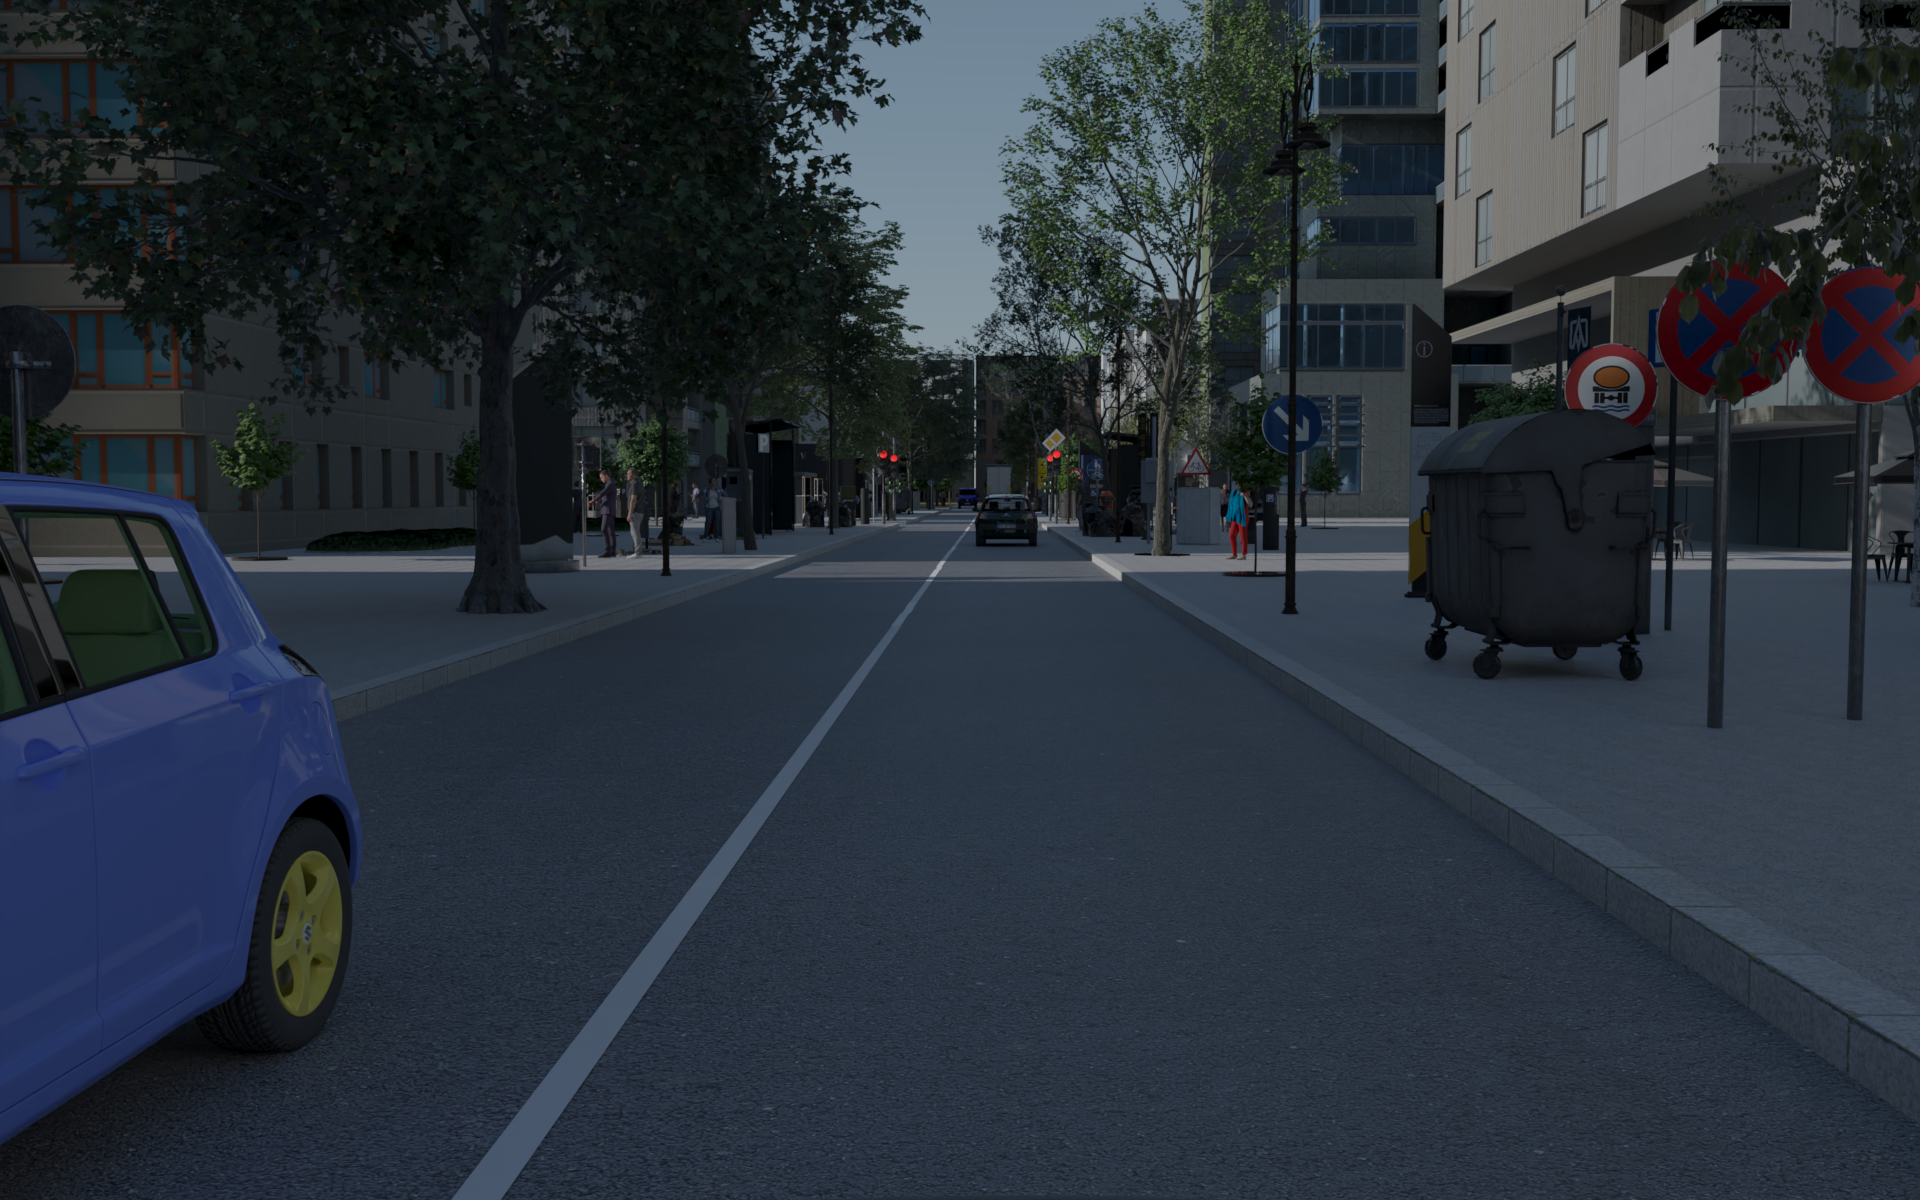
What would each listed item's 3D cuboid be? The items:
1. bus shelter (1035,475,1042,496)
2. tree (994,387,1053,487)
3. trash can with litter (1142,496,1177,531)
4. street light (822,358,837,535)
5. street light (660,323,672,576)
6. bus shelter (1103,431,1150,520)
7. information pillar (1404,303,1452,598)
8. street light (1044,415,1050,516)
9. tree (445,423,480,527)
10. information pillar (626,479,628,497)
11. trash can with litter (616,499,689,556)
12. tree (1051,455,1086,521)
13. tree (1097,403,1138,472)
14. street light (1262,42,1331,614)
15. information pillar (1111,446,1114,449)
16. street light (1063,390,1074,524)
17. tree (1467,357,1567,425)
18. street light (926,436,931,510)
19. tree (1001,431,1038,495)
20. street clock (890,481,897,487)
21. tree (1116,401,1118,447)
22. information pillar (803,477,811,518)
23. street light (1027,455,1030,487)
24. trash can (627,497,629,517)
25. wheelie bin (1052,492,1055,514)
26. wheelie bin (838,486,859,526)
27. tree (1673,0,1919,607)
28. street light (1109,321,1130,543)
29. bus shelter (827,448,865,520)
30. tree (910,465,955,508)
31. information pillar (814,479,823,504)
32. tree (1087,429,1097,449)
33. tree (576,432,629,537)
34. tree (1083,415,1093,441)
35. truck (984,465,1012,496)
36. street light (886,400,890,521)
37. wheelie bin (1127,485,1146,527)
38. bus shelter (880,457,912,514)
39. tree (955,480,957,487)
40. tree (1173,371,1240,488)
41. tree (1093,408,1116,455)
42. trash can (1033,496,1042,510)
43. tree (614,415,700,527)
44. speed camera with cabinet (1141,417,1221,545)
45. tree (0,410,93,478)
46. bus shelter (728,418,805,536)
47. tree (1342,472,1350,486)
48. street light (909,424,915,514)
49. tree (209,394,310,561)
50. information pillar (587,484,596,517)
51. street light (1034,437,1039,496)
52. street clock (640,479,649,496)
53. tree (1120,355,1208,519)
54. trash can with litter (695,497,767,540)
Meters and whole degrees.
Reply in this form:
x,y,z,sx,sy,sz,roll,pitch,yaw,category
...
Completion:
x,y,z,sx,sy,sz,roll,pitch,yaw,category
7.292,-9.189,144.159,2.014,3.302,5.546,0,4,1,bus shelter
7.396,-16.063,180.758,7.486,12.596,7.792,0,3,0,tree
6.910,-3.034,60.664,2.233,1.210,1.678,-3,5,-41,trash can with litter
-4.062,-5.001,54.554,0.468,5.910,1.993,0,4,1,street light
-4.608,-3.315,26.990,0.468,5.910,1.993,0,4,1,street light
6.443,-4.681,67.821,1.731,3.624,6.357,0,4,1,bus shelter
5.782,-1.835,21.363,0.504,3.616,0.183,0,4,3,information pillar
5.119,-7.874,101.532,0.468,5.910,1.993,0,4,1,street light
-13.122,-3.216,47.184,1.663,3.219,1.824,0,3,0,tree
-16.451,-4.912,84.810,0.304,2.012,0.304,-2,4,-23,information pillar
-6.987,-1.568,36.694,1.678,1.210,2.233,1,4,12,trash can with litter
5.149,-5.474,84.095,1.663,3.219,1.824,0,3,0,tree
14.064,-11.479,138.041,4.360,8.622,3.978,0,3,0,tree
3.535,-2.788,18.373,0.468,5.910,1.993,0,4,1,street light
7.392,-5.686,84.323,0.183,3.616,0.504,0,4,-4,information pillar
4.620,-6.173,73.713,0.468,5.910,1.993,0,4,1,street light
13.952,-3.556,41.851,4.285,4.588,4.351,0,3,0,tree
-2.451,-10.118,138.211,0.468,5.910,1.993,0,4,1,street light
6.737,-14.586,188.843,4.737,8.622,4.395,0,3,0,tree
-3.576,-5.310,91.385,0.471,2.002,0.358,-1,4,-19,street clock
13.831,-10.450,121.212,4.737,8.622,4.395,0,3,0,tree
-6.439,-4.182,72.872,0.304,2.012,0.304,-1,4,-20,information pillar
6.221,-11.275,157.132,0.468,5.910,1.993,0,4,1,street light
-13.989,-3.785,73.533,0.748,1.137,0.748,0,3,0,trash can
5.902,-6.429,113.030,0.980,1.594,0.693,0,4,-5,wheelie bin
-4.531,-3.770,69.541,0.980,1.594,0.693,0,4,-5,wheelie bin
10.673,-4.223,19.414,4.360,8.622,3.978,0,3,0,tree
4.193,-4.463,45.752,0.468,5.910,1.993,0,4,1,street light
-5.399,-5.757,85.412,1.731,3.624,6.357,0,4,1,bus shelter
-3.070,-11.000,163.556,4.285,4.588,4.351,0,3,0,tree
-6.704,-4.750,82.152,0.304,2.012,0.304,-2,4,-35,information pillar
12.505,-11.854,144.182,4.360,8.622,3.978,0,3,0,tree
-10.994,-3.547,52.598,1.663,3.219,1.824,0,3,0,tree
11.845,-12.410,153.267,4.737,8.622,4.395,0,3,0,tree
3.784,-11.081,170.088,2.839,4.237,11.283,0,4,1,truck
-3.468,-6.760,83.309,0.468,5.910,1.993,0,4,1,street light
6.577,-3.412,63.697,0.980,1.594,0.693,1,4,19,wheelie bin
-4.162,-7.454,113.154,1.731,3.624,6.357,0,4,1,bus shelter
-1.962,-13.790,209.173,4.285,4.588,4.351,0,3,0,tree
13.218,-8.840,94.893,4.360,8.622,3.978,0,3,0,tree
12.581,-10.841,127.611,4.737,8.622,4.395,0,3,0,tree
5.556,-6.842,123.512,0.748,1.137,0.748,0,3,0,trash can
-11.942,-5.191,68.580,4.285,4.588,4.351,0,3,0,tree
5.624,-3.045,44.125,2.038,3.252,0.660,3,4,38,speed camera with cabinet
-13.260,-1.840,24.686,1.663,3.219,1.824,0,3,0,tree
-6.272,-3.996,56.617,1.731,3.624,6.357,0,4,1,bus shelter
13.510,-4.215,63.516,1.663,3.219,1.824,0,3,0,tree
-3.048,-8.435,110.693,0.468,5.910,1.993,0,4,1,street light
-13.743,-2.384,33.573,1.663,3.219,1.824,0,3,0,tree
-17.986,-4.895,84.532,0.304,2.012,0.304,1,4,10,information pillar
5.688,-9.557,129.040,0.468,5.910,1.993,0,4,1,street light
-13.780,-4.329,75.349,0.471,2.002,0.358,-3,4,-39,street clock
10.677,-8.458,88.646,4.737,8.622,4.395,0,3,0,tree
-6.637,-2.315,48.909,2.233,1.210,1.678,0,4,1,trash can with litter
